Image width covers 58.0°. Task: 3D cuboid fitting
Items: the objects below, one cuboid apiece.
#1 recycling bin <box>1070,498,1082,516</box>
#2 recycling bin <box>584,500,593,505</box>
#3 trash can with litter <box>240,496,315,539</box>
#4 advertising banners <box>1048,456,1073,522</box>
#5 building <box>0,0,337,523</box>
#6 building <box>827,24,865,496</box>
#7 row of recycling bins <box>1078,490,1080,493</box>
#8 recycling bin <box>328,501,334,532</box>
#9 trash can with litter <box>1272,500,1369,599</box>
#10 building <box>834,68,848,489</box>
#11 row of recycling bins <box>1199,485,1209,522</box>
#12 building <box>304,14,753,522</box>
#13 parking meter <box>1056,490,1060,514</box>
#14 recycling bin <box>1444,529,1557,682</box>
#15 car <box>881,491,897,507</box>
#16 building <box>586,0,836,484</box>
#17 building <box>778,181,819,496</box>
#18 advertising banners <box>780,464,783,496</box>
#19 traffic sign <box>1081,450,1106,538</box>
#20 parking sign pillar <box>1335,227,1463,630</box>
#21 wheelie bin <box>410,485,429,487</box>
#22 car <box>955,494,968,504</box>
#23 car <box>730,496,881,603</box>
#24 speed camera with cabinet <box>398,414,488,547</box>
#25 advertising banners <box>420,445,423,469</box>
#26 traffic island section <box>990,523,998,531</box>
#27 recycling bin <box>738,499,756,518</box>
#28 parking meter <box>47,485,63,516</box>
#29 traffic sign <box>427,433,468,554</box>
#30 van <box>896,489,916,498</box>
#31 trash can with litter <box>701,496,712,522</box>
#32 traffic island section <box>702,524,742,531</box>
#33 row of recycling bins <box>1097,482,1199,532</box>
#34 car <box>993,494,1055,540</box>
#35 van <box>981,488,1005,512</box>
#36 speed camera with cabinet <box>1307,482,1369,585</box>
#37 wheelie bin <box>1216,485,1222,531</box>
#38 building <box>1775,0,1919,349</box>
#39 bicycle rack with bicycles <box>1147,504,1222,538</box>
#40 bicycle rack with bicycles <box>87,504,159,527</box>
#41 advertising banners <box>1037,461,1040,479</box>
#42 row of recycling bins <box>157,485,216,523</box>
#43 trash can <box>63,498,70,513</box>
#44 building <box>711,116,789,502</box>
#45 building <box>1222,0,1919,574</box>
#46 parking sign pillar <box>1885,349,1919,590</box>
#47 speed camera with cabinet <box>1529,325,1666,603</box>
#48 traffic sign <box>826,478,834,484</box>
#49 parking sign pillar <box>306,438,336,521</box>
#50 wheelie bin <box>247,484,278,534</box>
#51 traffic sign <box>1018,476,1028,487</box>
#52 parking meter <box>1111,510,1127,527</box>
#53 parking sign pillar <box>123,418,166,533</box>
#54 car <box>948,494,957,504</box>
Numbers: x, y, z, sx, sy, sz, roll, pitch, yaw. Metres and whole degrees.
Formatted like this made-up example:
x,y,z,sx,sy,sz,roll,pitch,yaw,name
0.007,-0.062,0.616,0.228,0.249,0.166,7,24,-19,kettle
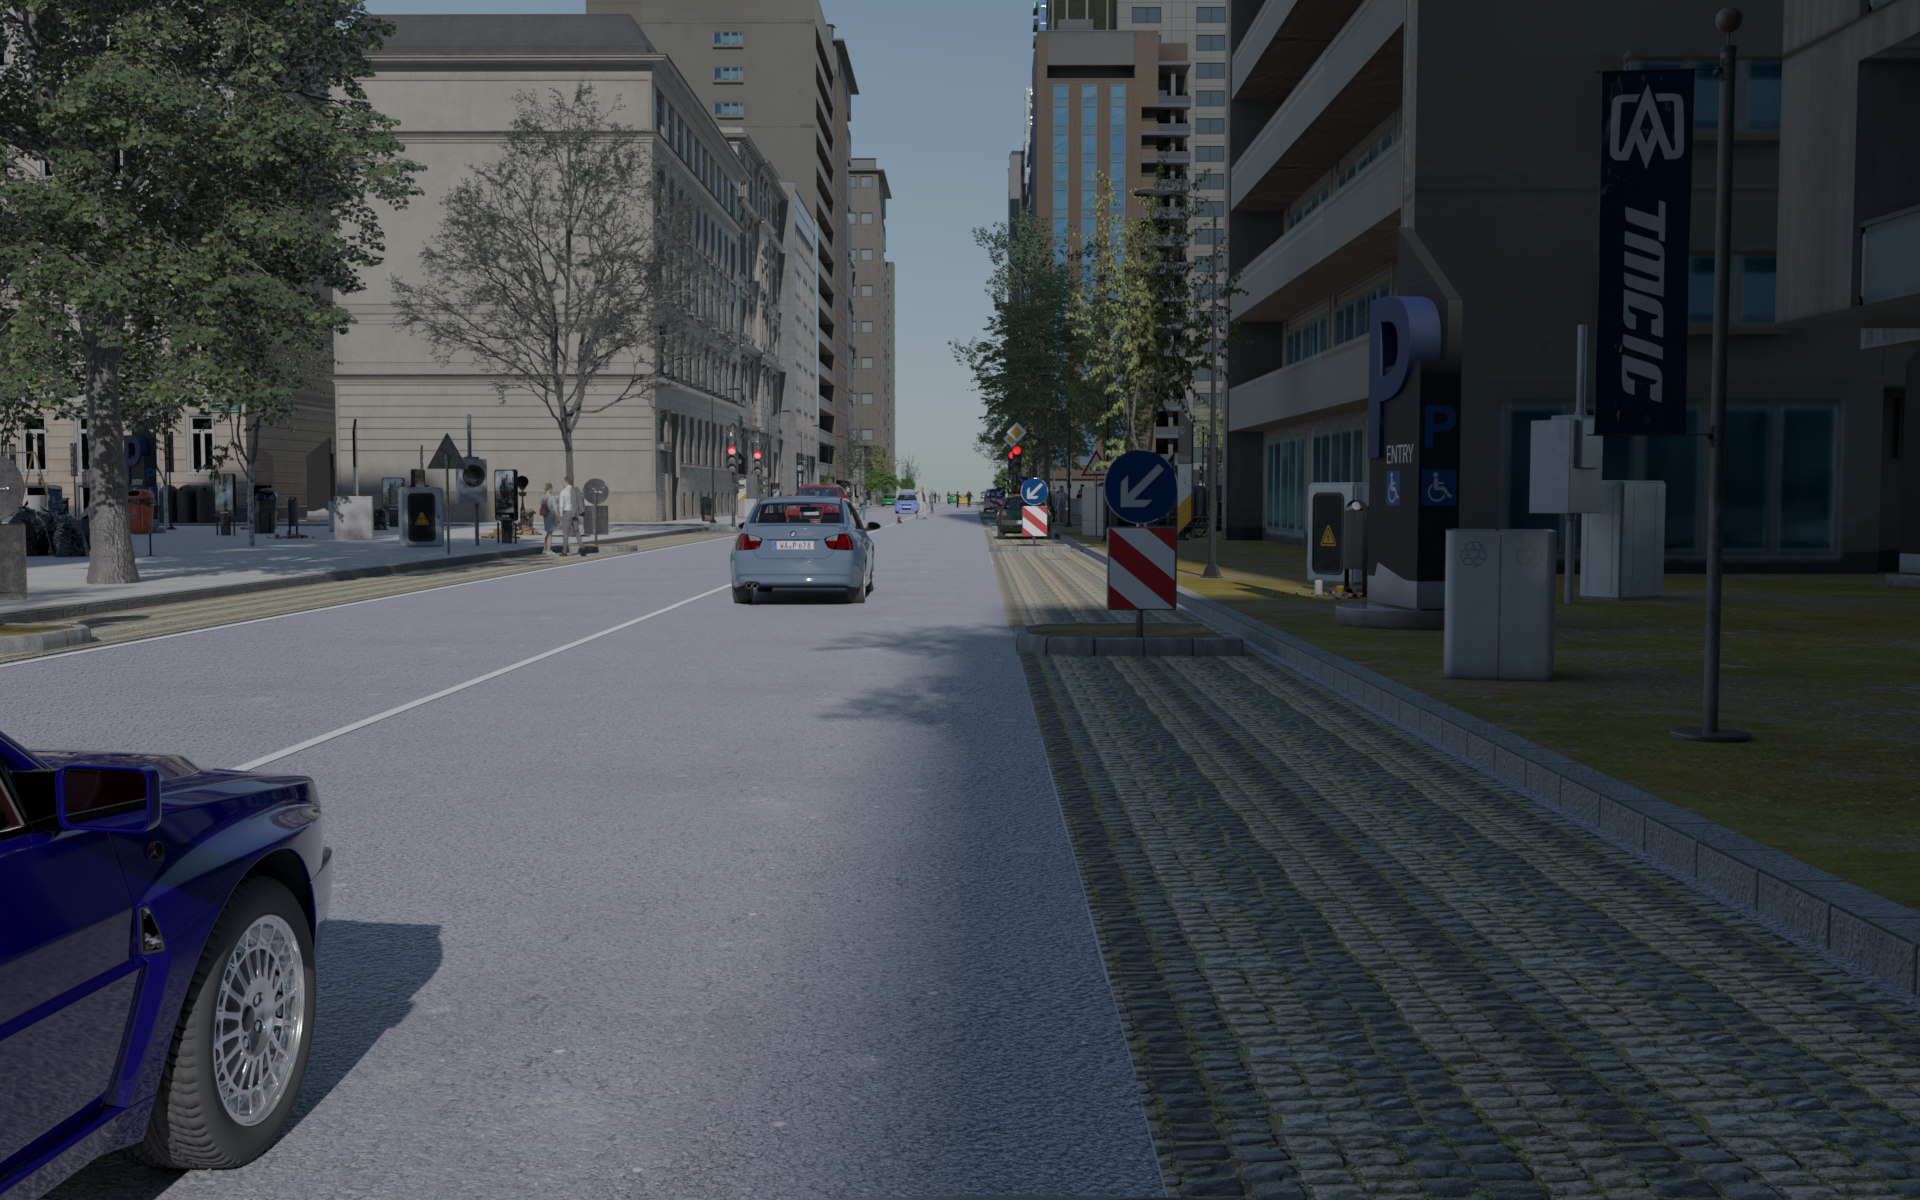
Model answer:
x,y,z,sx,sy,sz,roll,pitch,yaw,name
7.009,-5.546,103.239,0.722,1.027,0.722,3,5,39,recycling bin
-16.529,-3.872,75.862,0.722,1.027,0.722,-2,4,-28,recycling bin
-19.547,-2.386,50.071,1.678,1.210,2.233,0,4,2,trash can with litter
4.595,-5.056,78.854,0.090,3.025,2.074,2,4,35,advertising banners
-41.731,-18.202,83.502,20.117,28.700,13.634,0,4,0,building
-26.644,-37.368,200.212,28.713,52.752,27.495,0,4,0,building
9.539,-7.627,131.814,1.069,1.692,3.534,1,4,12,row of recycling bins
-21.074,-2.853,59.198,0.722,1.027,0.722,1,4,10,recycling bin
4.953,-0.628,21.328,1.678,1.210,2.233,-1,4,-13,trash can with litter
-19.088,-32.383,179.572,14.600,45.320,14.200,0,4,0,building
10.342,-4.358,78.366,1.069,1.692,3.534,2,4,25,row of recycling bins
-20.880,-15.823,91.987,16.112,22.955,30.059,0,4,0,building
6.376,-6.308,111.549,0.372,1.533,0.369,0,3,0,parking meter
3.801,0.020,12.231,0.722,1.027,0.722,1,4,15,recycling bin
-7.701,-11.102,190.321,1.959,1.807,4.718,0,4,1,car
-23.103,-32.873,161.167,21.300,48.544,21.600,0,4,0,building
-18.397,-19.756,141.028,12.078,24.808,19.932,0,4,0,building
-10.540,-6.445,101.571,0.090,3.025,2.074,0,4,4,advertising banners
4.009,-3.119,51.001,0.884,2.594,0.081,0,4,7,traffic sign
4.435,-1.741,16.931,1.447,3.967,1.447,0,4,-7,parking sign pillar
-18.320,-3.113,58.809,0.980,1.594,0.693,0,4,-2,wheelie bin
0.416,-12.878,220.780,2.015,1.641,3.980,0,4,0,car
-2.120,-0.732,23.976,2.014,1.417,4.499,0,4,0,car
-12.675,-2.943,42.449,2.038,3.252,0.660,-2,4,-26,speed camera with cabinet
-18.781,-3.957,60.887,0.090,3.025,2.074,-2,4,-25,advertising banners
2.239,-2.786,67.827,2.009,0.180,2.903,0,4,0,traffic island section
-11.245,-4.837,91.637,0.722,1.027,0.722,-3,4,-38,recycling bin
-25.043,-2.418,47.950,0.372,1.533,0.369,0,3,0,parking meter
-10.911,-2.256,36.885,0.884,2.594,0.081,0,4,2,traffic sign
-4.754,-9.127,156.238,2.013,2.044,4.112,0,4,-1,van
-11.777,-4.263,81.083,0.624,1.170,1.055,-1,4,-19,trash can with litter
-8.902,-2.791,67.917,2.009,0.180,2.903,0,4,0,traffic island section
6.189,-3.171,58.951,3.534,1.692,1.069,1,4,23,row of recycling bins
2.056,-2.805,55.655,2.009,1.686,4.222,0,4,1,car
2.590,-7.590,131.104,2.013,2.044,4.112,0,4,1,van
5.803,-1.841,24.435,0.660,3.252,2.038,-2,4,-31,speed camera with cabinet
9.046,-3.177,59.853,0.980,1.594,0.693,-1,4,-13,wheelie bin
14.066,-20.036,11.189,14.154,41.232,14.086,0,4,0,building
6.618,-2.318,51.278,2.925,0.926,2.852,1,4,23,bicycle rack with bicycles
-28.815,-2.839,59.807,2.852,0.926,2.925,-2,4,-24,bicycle rack with bicycles
4.433,-5.940,93.303,0.090,3.025,2.074,1,4,20,advertising banners
-34.483,-4.232,76.303,3.534,1.692,1.069,0,4,6,row of recycling bins
-35.088,-3.418,67.542,0.748,1.137,0.748,0,3,0,trash can
-19.829,-20.285,119.052,14.401,28.519,23.554,0,4,0,building
17.938,-25.262,36.731,21.300,48.544,21.600,0,4,0,building
13.401,-2.138,23.430,1.447,3.967,1.447,-1,4,-10,parking sign pillar
7.712,-1.624,20.892,2.038,3.252,0.660,-3,4,-37,speed camera with cabinet
-10.203,-8.312,135.912,0.884,2.594,0.081,0,4,2,traffic sign
-30.617,-5.780,82.976,1.447,3.967,1.447,1,4,16,parking sign pillar
-22.623,-2.960,56.298,0.693,1.594,0.980,3,4,37,wheelie bin
4.511,-7.609,124.516,0.768,2.556,0.104,0,4,4,traffic sign
4.145,-2.420,45.275,0.399,1.863,0.255,-3,4,-39,parking meter
-26.924,-4.185,56.903,1.447,3.967,1.447,3,4,38,parking sign pillar
-0.736,-14.329,243.081,1.959,1.807,4.718,0,4,-1,car
